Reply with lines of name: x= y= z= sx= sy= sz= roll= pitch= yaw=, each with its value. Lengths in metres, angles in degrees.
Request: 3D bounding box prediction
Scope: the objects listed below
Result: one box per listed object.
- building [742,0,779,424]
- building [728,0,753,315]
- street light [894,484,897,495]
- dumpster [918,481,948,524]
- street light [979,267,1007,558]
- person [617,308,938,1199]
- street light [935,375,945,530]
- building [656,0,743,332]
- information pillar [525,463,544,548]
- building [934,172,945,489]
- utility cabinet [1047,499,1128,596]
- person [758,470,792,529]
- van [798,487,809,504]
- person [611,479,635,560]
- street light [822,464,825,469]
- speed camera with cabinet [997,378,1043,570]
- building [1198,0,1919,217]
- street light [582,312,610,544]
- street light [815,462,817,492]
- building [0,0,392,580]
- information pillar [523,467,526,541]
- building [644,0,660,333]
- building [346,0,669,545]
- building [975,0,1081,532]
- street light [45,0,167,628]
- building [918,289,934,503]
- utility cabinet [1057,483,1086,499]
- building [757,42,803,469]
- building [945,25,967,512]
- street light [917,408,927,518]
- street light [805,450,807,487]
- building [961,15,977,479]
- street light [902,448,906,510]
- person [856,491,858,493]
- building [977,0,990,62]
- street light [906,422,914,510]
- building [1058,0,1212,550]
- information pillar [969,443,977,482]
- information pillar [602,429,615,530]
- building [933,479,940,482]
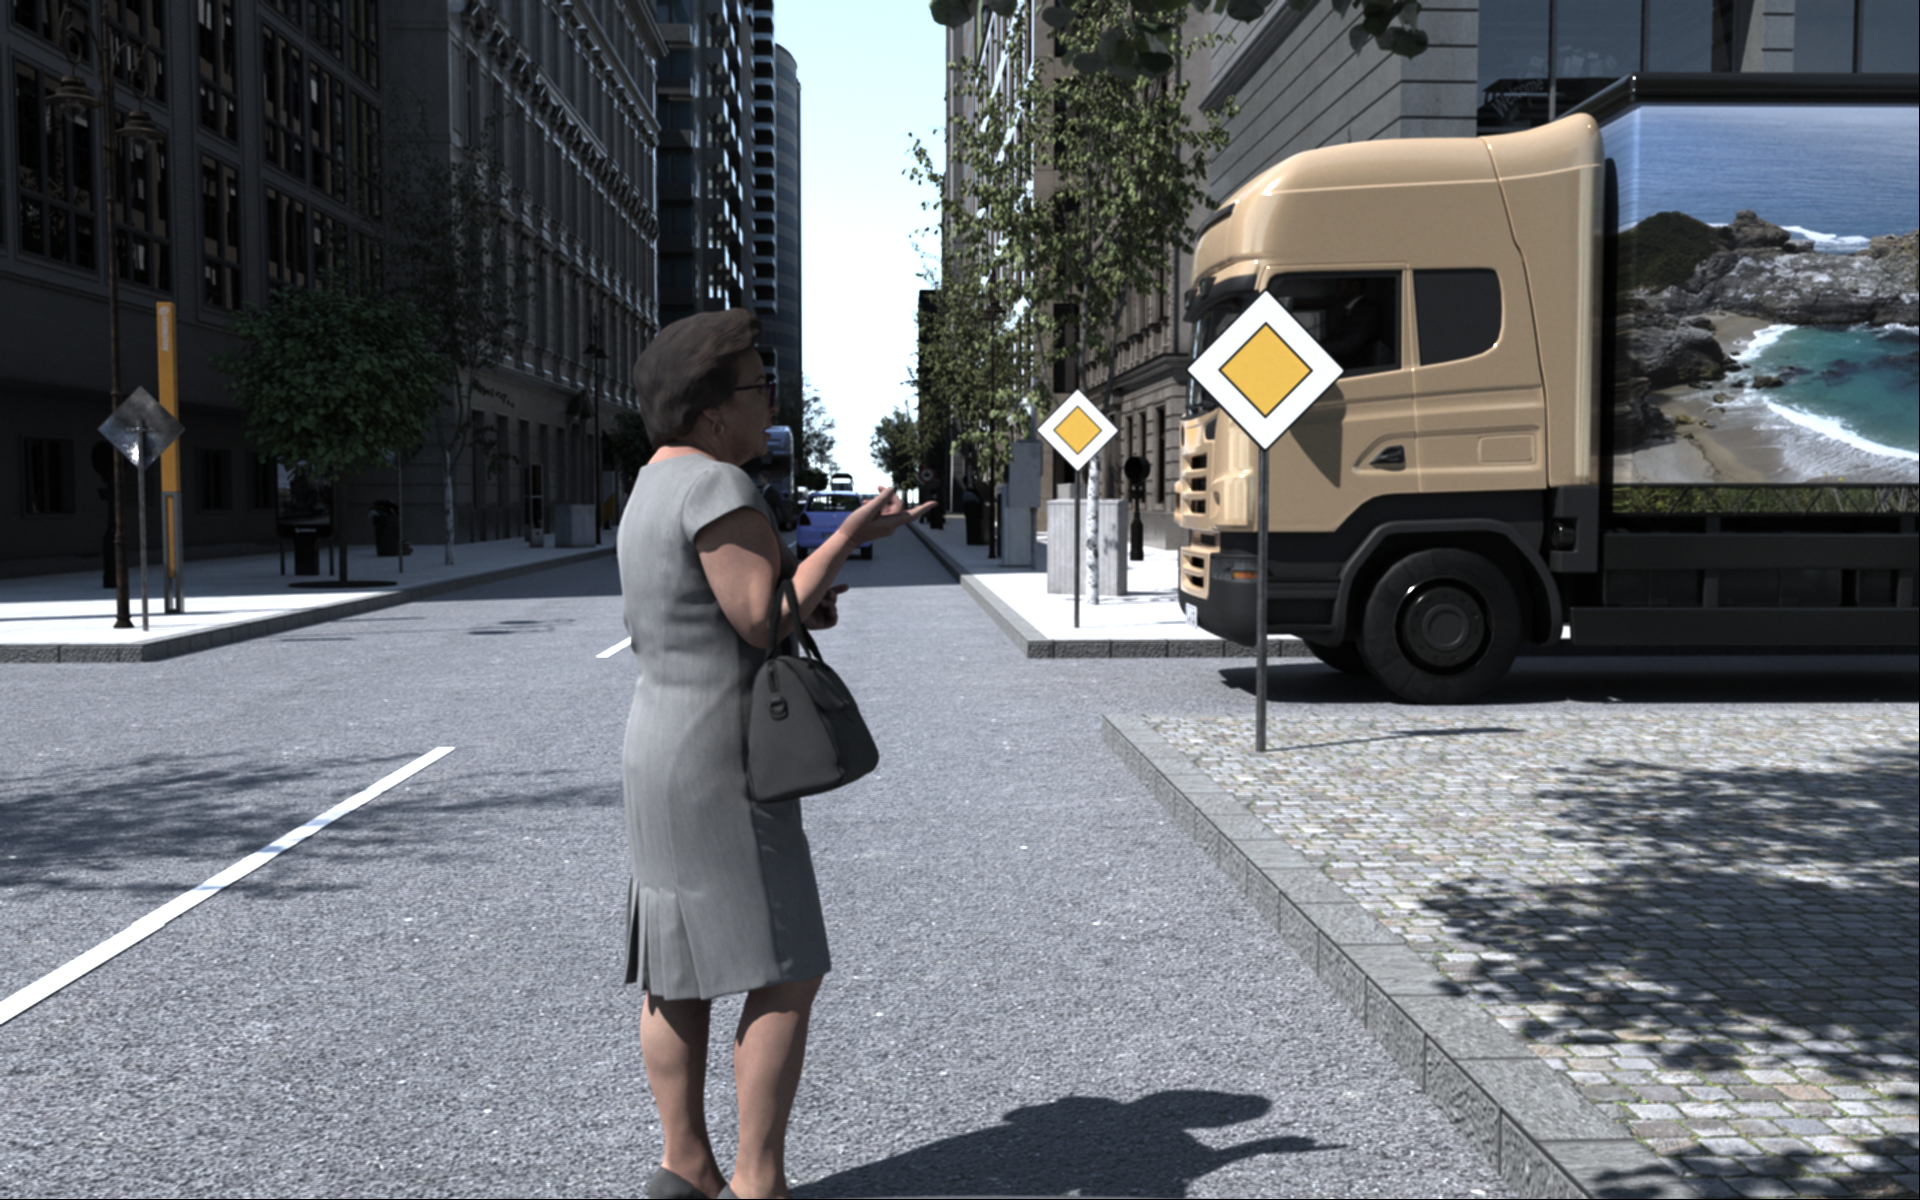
building: x=-30.261 y=-53.730 z=191.161 sx=22.319 sy=86.520 sz=31.000 roll=0 pitch=4 yaw=-3
building: x=-25.588 y=-30.675 z=151.651 sx=14.600 sy=45.320 sz=14.200 roll=0 pitch=4 yaw=-3
street light: x=-6.899 y=-13.576 z=194.751 sx=0.468 sy=5.910 sz=1.993 roll=0 pitch=4 yaw=-3
dumpster: x=-1.173 y=-4.294 z=75.963 sx=1.264 sy=1.857 sz=1.865 roll=0 pitch=4 yaw=-3
street light: x=0.642 y=-3.769 z=34.410 sx=0.468 sy=5.910 sz=1.993 roll=0 pitch=4 yaw=-3
person: x=-0.342 y=0.342 z=3.260 sx=0.532 sy=1.782 sz=0.716 roll=-2 pitch=4 yaw=-28
street light: x=-0.669 y=-5.478 z=62.352 sx=0.468 sy=5.910 sz=1.993 roll=0 pitch=4 yaw=-3
building: x=-28.019 y=-31.162 z=129.111 sx=23.786 sy=49.044 sz=30.456 roll=0 pitch=4 yaw=-3
information pillar: x=-10.196 y=-2.272 z=41.639 sx=0.304 sy=2.012 sz=0.304 roll=-2 pitch=4 yaw=-23
building: x=5.223 y=-23.628 z=158.019 sx=14.160 sy=30.474 sz=14.107 roll=0 pitch=4 yaw=-3
utility cabinet: x=1.611 y=-0.664 z=22.020 sx=1.020 sy=1.237 sz=0.306 roll=2 pitch=4 yaw=31
person: x=-3.433 y=-1.373 z=30.729 sx=0.755 sy=1.850 sz=0.659 roll=-2 pitch=4 yaw=-26
van: x=-9.205 y=-5.506 z=97.029 sx=2.013 sy=2.044 sz=4.112 roll=0 pitch=4 yaw=-3
person: x=-7.294 y=-1.761 z=37.890 sx=0.643 sy=1.750 sz=0.593 roll=1 pitch=4 yaw=18
street light: x=-18.359 y=-15.891 z=232.611 sx=0.468 sy=5.910 sz=1.993 roll=0 pitch=4 yaw=-3
speed camera with cabinet: x=1.015 y=-2.192 z=30.182 sx=0.660 sy=3.252 sz=2.038 roll=0 pitch=4 yaw=-4
building: x=19.235 y=-15.095 z=24.293 sx=29.804 sy=29.767 sz=11.434 roll=0 pitch=4 yaw=-3
street light: x=-9.273 y=-4.368 z=44.213 sx=0.468 sy=5.910 sz=1.993 roll=0 pitch=4 yaw=-3
street light: x=-16.960 y=-14.157 z=204.254 sx=0.468 sy=5.910 sz=1.993 roll=0 pitch=4 yaw=-3
building: x=-19.915 y=-14.432 z=29.469 sx=14.314 sy=27.812 sz=24.014 roll=0 pitch=4 yaw=-3
information pillar: x=-11.583 y=-2.589 z=46.830 sx=0.304 sy=2.012 sz=0.304 roll=-3 pitch=5 yaw=-41
building: x=-30.884 y=-25.086 z=102.041 sx=32.217 sy=40.220 sz=23.993 roll=0 pitch=4 yaw=-3
building: x=-21.584 y=-17.582 z=63.885 sx=17.030 sy=29.872 sz=44.131 roll=0 pitch=4 yaw=-3
building: x=11.226 y=-16.546 z=75.037 sx=19.350 sy=26.468 sz=34.151 roll=0 pitch=4 yaw=-3
street light: x=-8.026 y=-2.670 z=16.444 sx=0.468 sy=5.910 sz=1.993 roll=0 pitch=4 yaw=-3
building: x=1.069 y=-28.915 z=244.458 sx=14.160 sy=30.474 sz=14.107 roll=0 pitch=4 yaw=-3
utility cabinet: x=2.281 y=-1.644 z=35.560 sx=0.318 sy=1.500 sz=1.173 roll=1 pitch=4 yaw=20
building: x=-31.395 y=-41.606 z=222.252 sx=21.231 sy=58.520 sz=28.212 roll=0 pitch=4 yaw=-3
building: x=9.322 y=-36.343 z=136.213 sx=21.231 sy=58.520 sz=28.212 roll=0 pitch=4 yaw=-3
street light: x=-2.002 y=-7.244 z=91.235 sx=0.468 sy=5.910 sz=1.993 roll=0 pitch=4 yaw=-3
street light: x=-15.640 y=-12.471 z=176.691 sx=0.468 sy=5.910 sz=1.993 roll=0 pitch=4 yaw=-3
building: x=7.468 y=-28.454 z=115.338 sx=14.600 sy=45.320 sz=14.200 roll=0 pitch=4 yaw=-3
street light: x=-4.332 y=-10.215 z=139.809 sx=0.468 sy=5.910 sz=1.993 roll=0 pitch=4 yaw=-3
person: x=-13.197 y=-13.012 z=221.267 sx=0.705 sy=1.821 sz=1.348 roll=2 pitch=4 yaw=27
building: x=7.903 y=-25.551 z=101.351 sx=14.154 sy=41.232 sz=14.086 roll=0 pitch=4 yaw=-3
street light: x=-3.024 y=-8.456 z=111.046 sx=0.468 sy=5.910 sz=1.993 roll=0 pitch=4 yaw=-3
building: x=8.961 y=-11.224 z=48.139 sx=10.561 sy=19.102 sz=19.286 roll=0 pitch=4 yaw=-3
information pillar: x=0.575 y=-5.350 z=78.832 sx=0.504 sy=3.616 sz=0.183 roll=3 pitch=5 yaw=44
information pillar: x=-12.658 y=-4.341 z=62.331 sx=0.504 sy=3.616 sz=0.183 roll=2 pitch=4 yaw=28
building: x=11.936 y=-32.646 z=225.638 sx=32.217 sy=40.220 sz=23.993 roll=0 pitch=4 yaw=-3
